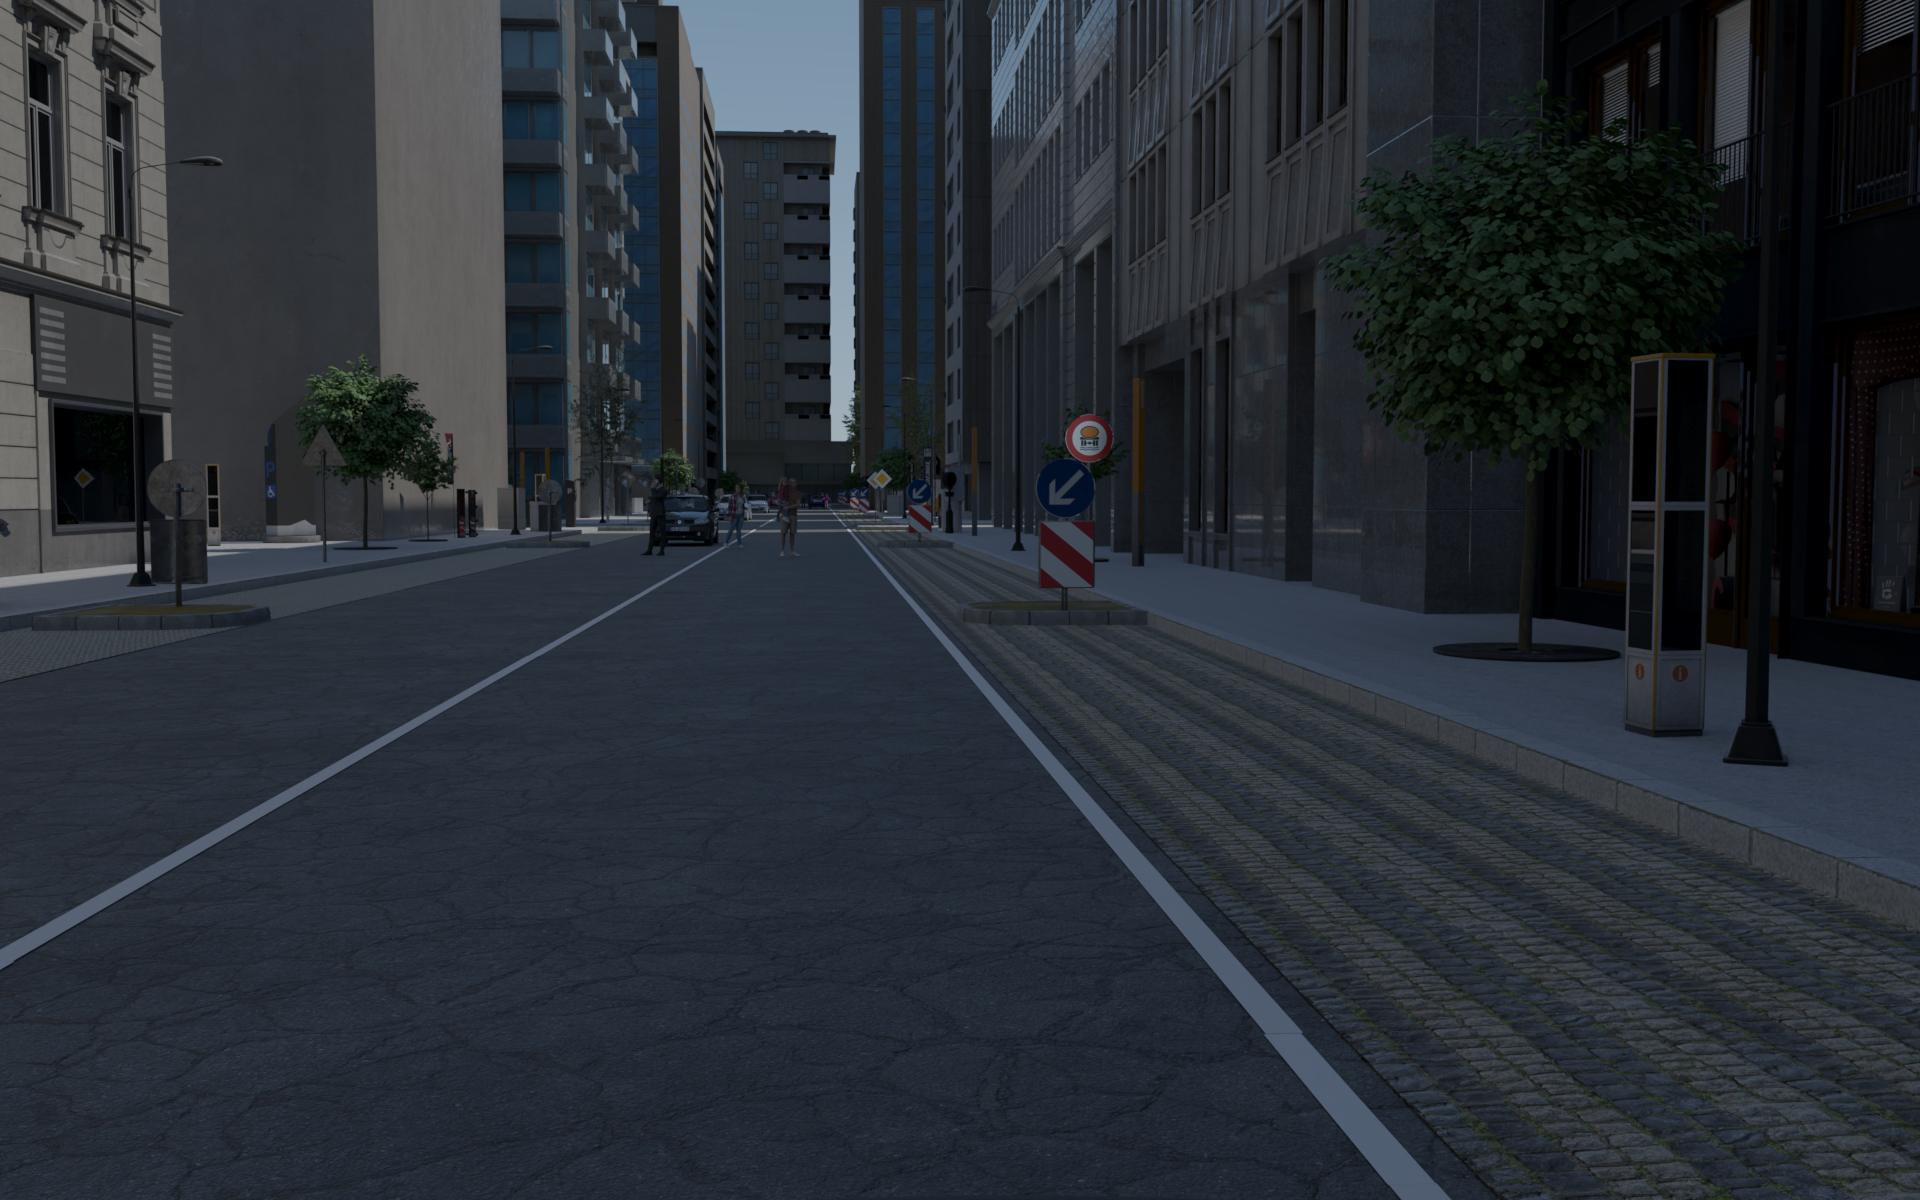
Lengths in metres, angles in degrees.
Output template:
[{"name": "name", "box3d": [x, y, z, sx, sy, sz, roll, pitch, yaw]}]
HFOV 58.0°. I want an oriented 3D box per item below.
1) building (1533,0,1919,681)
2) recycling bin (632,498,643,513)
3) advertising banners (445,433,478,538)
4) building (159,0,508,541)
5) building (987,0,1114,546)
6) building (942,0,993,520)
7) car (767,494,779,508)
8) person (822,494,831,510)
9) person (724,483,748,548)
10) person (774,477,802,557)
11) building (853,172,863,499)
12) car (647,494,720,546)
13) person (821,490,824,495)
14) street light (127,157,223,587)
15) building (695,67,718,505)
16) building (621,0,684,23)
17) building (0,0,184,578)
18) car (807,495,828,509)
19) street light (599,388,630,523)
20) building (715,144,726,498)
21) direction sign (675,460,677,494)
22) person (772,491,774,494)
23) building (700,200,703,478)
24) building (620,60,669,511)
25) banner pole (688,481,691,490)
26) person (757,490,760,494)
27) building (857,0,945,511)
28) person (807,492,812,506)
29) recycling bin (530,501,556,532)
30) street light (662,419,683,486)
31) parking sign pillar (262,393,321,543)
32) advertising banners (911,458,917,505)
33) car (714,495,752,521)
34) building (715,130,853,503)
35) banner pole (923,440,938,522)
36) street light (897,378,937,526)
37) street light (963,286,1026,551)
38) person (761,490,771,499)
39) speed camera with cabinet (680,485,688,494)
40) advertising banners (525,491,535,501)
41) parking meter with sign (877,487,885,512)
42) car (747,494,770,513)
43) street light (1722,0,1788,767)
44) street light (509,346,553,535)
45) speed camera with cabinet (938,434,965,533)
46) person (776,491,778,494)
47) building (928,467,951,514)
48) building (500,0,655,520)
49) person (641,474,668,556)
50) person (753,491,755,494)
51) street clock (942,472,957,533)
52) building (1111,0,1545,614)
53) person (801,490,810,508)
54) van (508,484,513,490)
[{"name": "building", "box3d": [12.708, -11.022, 9.885, 12.332, 23.373, 15.834, 0, 4, -5]}, {"name": "recycling bin", "box3d": [-21.683, -6.311, 115.732, 0.722, 1.027, 0.722, -3, 5, -44]}, {"name": "advertising banners", "box3d": [-14.581, -3.329, 50.622, 0.090, 3.025, 2.074, 1, 4, 9]}, {"name": "building", "box3d": [-33.492, -15.306, 54.762, 34.151, 26.468, 19.350, 0, 4, -5]}, {"name": "building", "box3d": [7.799, -16.830, 52.670, 11.434, 29.767, 29.804, 0, 4, -5]}, {"name": "building", "box3d": [6.611, -19.313, 87.463, 14.107, 30.474, 14.160, 0, 4, -5]}, {"name": "car", "box3d": [-19.276, -10.524, 181.110, 2.155, 1.783, 4.494, 0, 4, -4]}, {"name": "person", "box3d": [-11.924, -8.705, 154.050, 0.991, 1.433, 0.599, -3, 4, -36]}, {"name": "person", "box3d": [-5.926, -2.234, 45.872, 0.563, 1.720, 0.643, -3, 5, -44]}, {"name": "person", "box3d": [-3.958, -1.909, 39.685, 0.573, 1.828, 0.580, 2, 4, 31]}, {"name": "building", "box3d": [-4.487, -38.190, 248.106, 21.600, 48.544, 21.300, 0, 4, -5]}, {"name": "car", "box3d": [-7.800, -2.407, 49.144, 2.009, 1.686, 4.222, 0, 4, -5]}, {"name": "person", "box3d": [-15.005, -10.917, 186.869, 0.599, 1.838, 0.709, 0, 4, -2]}, {"name": "street light", "box3d": [-10.850, -3.145, 23.956, 1.470, 5.913, 1.316, 0, 4, -5]}, {"name": "building", "box3d": [-37.882, -34.549, 188.575, 21.300, 48.544, 21.600, 0, 4, -5]}, {"name": "building", "box3d": [-31.697, -31.004, 157.032, 14.600, 45.320, 14.200, 0, 4, -5]}, {"name": "building", "box3d": [-21.605, -14.482, 13.197, 17.030, 29.872, 44.131, 0, 4, -5]}, {"name": "car", "box3d": [-13.781, -9.484, 167.651, 1.945, 1.354, 3.894, 0, 4, -6]}, {"name": "street light", "box3d": [-15.187, -6.334, 76.097, 1.470, 5.913, 1.316, 0, 4, -5]}, {"name": "building", "box3d": [-36.928, -34.636, 216.405, 14.200, 45.320, 14.600, 0, 4, -5]}, {"name": "direction sign", "box3d": [-18.807, -7.511, 114.794, 0.379, 3.537, 0.876, 0, 4, 0]}, {"name": "person", "box3d": [-24.632, -13.399, 227.563, 0.705, 1.826, 1.348, 0, 4, -4]}, {"name": "building", "box3d": [-33.002, -31.868, 171.146, 14.600, 45.320, 14.200, 0, 4, -5]}, {"name": "building", "box3d": [-38.804, -26.950, 132.506, 32.217, 40.220, 23.993, 0, 4, -5]}, {"name": "banner pole", "box3d": [-23.285, -9.721, 148.952, 0.401, 3.779, 0.863, -2, 4, -32]}, {"name": "person", "box3d": [-20.358, -10.144, 174.294, 0.705, 1.831, 1.348, 2, 4, 24]}, {"name": "building", "box3d": [-1.075, -30.014, 140.836, 14.600, 45.320, 14.200, 0, 4, -5]}, {"name": "person", "box3d": [-18.109, -12.217, 209.043, 0.742, 1.727, 0.445, 2, 4, 24]}, {"name": "recycling bin", "box3d": [-14.299, -2.867, 59.428, 0.722, 1.027, 0.722, -2, 4, -32]}, {"name": "street light", "box3d": [-17.746, -8.206, 106.714, 1.470, 5.913, 1.316, 0, 4, -5]}, {"name": "parking sign pillar", "box3d": [-17.672, -3.498, 45.667, 1.447, 3.967, 1.447, 2, 4, 26]}, {"name": "advertising banners", "box3d": [-2.245, -5.390, 84.309, 0.090, 3.025, 2.074, -1, 4, -8]}, {"name": "car", "box3d": [-12.291, -5.020, 94.078, 2.014, 1.417, 4.499, 0, 4, -3]}, {"name": "building", "box3d": [-29.472, -40.378, 249.419, 27.495, 52.752, 28.713, 0, 4, -5]}, {"name": "banner pole", "box3d": [-1.352, -5.503, 79.999, 0.863, 3.779, 0.401, 2, 4, 31]}, {"name": "street light", "box3d": [-1.655, -5.918, 69.305, 1.470, 5.913, 1.316, 0, 4, -5]}, {"name": "street light", "box3d": [0.773, -4.059, 38.901, 1.470, 5.913, 1.316, 0, 4, -5]}, {"name": "person", "box3d": [-18.828, -9.672, 166.768, 1.348, 1.807, 0.705, -2, 4, -30]}, {"name": "speed camera with cabinet", "box3d": [-21.328, -8.515, 133.563, 0.660, 3.252, 2.038, 1, 4, 16]}, {"name": "advertising banners", "box3d": [-17.302, -4.389, 67.954, 2.074, 3.025, 0.090, -1, 4, -13]}, {"name": "parking meter with sign", "box3d": [-5.711, -7.784, 123.529, 0.543, 3.016, 1.738, -1, 4, -15]}, {"name": "car", "box3d": [-15.177, -7.177, 129.349, 2.014, 1.417, 4.499, 0, 4, -3]}, {"name": "street light", "box3d": [3.280, -2.175, 8.100, 1.470, 5.913, 1.316, 0, 4, -5]}, {"name": "street light", "box3d": [-13.442, -5.003, 54.348, 1.470, 5.913, 1.316, 0, 4, -5]}, {"name": "speed camera with cabinet", "box3d": [-0.306, -3.893, 57.984, 0.660, 3.252, 2.038, -1, 4, -10]}, {"name": "person", "box3d": [-21.422, -11.858, 202.388, 0.705, 1.822, 1.348, 1, 4, 15]}, {"name": "building", "box3d": [14.329, -25.886, 115.116, 32.217, 40.220, 23.993, 0, 4, -5]}, {"name": "building", "box3d": [-30.255, -29.239, 97.660, 23.786, 49.044, 30.456, 0, 4, -5]}, {"name": "person", "box3d": [-7.105, -1.991, 40.423, 0.648, 1.900, 0.474, 3, 5, 44]}, {"name": "person", "box3d": [-19.082, -9.309, 161.410, 0.721, 1.735, 1.217, 2, 4, 27]}, {"name": "street clock", "box3d": [-0.341, -3.171, 56.412, 0.358, 2.002, 0.471, 3, 5, 41]}, {"name": "building", "box3d": [10.128, -12.849, 28.100, 12.078, 24.808, 19.932, 0, 4, -5]}, {"name": "person", "box3d": [-16.255, -10.466, 179.704, 1.350, 1.814, 0.705, 0, 4, -4]}, {"name": "van", "box3d": [-20.371, -3.935, 71.344, 4.112, 2.044, 2.013, 0, 4, -6]}]
